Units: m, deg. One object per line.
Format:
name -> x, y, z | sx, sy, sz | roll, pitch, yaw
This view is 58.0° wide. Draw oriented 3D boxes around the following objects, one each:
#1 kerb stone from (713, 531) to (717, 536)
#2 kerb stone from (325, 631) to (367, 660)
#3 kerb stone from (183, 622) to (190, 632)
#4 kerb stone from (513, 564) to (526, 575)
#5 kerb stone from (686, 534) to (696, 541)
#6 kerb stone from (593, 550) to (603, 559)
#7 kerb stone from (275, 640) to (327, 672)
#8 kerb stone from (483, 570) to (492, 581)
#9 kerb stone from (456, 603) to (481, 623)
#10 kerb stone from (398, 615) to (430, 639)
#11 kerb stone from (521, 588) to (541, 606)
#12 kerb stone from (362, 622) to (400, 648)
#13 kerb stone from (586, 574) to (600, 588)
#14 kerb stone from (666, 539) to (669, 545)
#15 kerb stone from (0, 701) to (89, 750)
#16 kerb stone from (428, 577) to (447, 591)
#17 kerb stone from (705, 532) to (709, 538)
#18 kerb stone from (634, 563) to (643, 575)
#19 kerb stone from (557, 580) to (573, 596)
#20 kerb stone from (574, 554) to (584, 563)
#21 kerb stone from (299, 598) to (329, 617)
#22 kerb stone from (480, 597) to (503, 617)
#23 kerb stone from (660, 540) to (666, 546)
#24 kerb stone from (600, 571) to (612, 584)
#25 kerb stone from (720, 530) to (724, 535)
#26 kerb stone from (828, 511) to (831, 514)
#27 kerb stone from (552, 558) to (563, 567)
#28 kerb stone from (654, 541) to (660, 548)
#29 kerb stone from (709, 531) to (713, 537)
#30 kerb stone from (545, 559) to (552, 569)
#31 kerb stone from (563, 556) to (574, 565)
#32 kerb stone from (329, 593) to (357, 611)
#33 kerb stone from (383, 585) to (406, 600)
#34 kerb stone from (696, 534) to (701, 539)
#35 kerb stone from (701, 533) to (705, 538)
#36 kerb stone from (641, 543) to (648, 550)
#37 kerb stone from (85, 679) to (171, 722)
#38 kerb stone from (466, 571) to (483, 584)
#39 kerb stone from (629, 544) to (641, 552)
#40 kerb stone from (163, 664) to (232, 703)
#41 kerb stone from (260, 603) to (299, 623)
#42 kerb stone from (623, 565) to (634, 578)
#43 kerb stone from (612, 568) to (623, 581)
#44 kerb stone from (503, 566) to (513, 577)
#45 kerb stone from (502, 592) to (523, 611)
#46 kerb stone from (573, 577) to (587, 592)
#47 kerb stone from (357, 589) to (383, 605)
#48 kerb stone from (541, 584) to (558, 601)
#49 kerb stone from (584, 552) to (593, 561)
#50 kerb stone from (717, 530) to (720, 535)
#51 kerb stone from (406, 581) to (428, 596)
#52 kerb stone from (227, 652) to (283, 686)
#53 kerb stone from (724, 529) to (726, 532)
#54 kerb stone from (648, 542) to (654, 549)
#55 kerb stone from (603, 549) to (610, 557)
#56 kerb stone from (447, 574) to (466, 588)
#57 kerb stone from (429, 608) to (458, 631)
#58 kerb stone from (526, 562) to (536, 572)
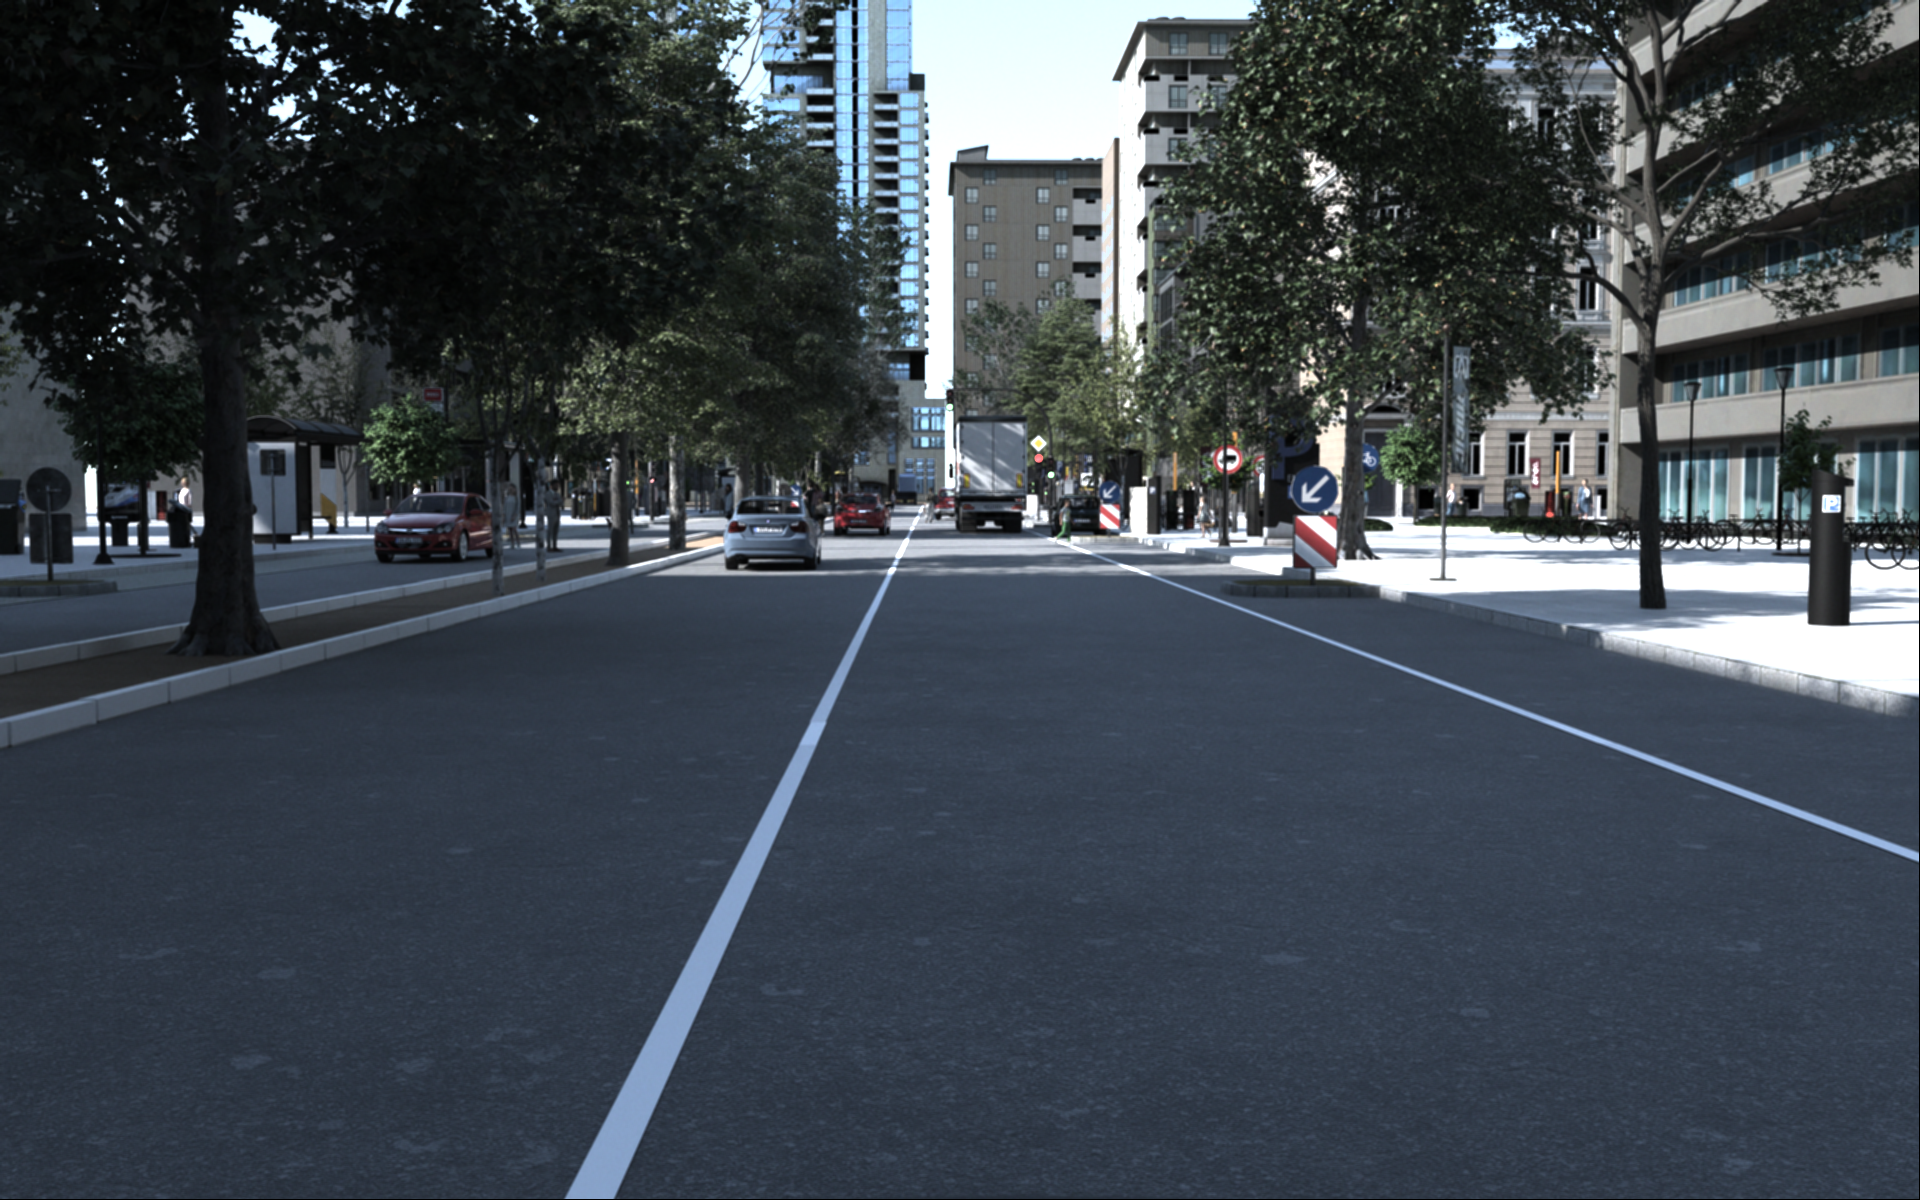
kerb stone -> -8.423, -2.217, 58.451 | 0.120, 0.150, 1.000 | 0, 4, -1
kerb stone -> -5.544, 0.412, 15.458 | 0.120, 0.150, 1.000 | 0, 4, -1
kerb stone -> -7.670, 0.295, 17.435 | 0.120, 0.150, 1.000 | 0, 4, -1
kerb stone -> -7.927, -0.523, 30.776 | 0.120, 0.150, 1.000 | 0, 4, -1
kerb stone -> -8.329, -1.901, 53.335 | 0.120, 0.150, 1.000 | 0, 4, -1
kerb stone -> -8.043, -0.963, 37.949 | 0.120, 0.150, 1.000 | 0, 4, -1
kerb stone -> -5.528, 0.476, 14.427 | 0.120, 0.150, 1.000 | 0, 4, -1
kerb stone -> -7.877, -0.396, 28.721 | 0.120, 0.150, 1.000 | 0, 4, -1
kerb stone -> -5.621, 0.162, 19.545 | 0.120, 0.150, 1.000 | 0, 4, -1
kerb stone -> -5.584, 0.287, 17.501 | 0.120, 0.150, 1.000 | 0, 4, -1
kerb stone -> -5.674, -0.025, 22.610 | 0.120, 0.150, 1.000 | 0, 4, -1
kerb stone -> -5.565, 0.350, 16.479 | 0.120, 0.150, 1.000 | 0, 4, -1
kerb stone -> -5.748, -0.276, 26.711 | 0.120, 0.150, 1.000 | 0, 4, -1
kerb stone -> -8.229, -1.591, 48.200 | 0.120, 0.150, 1.000 | 0, 4, -1
kerb stone -> -5.445, 0.733, 10.316 | 0.120, 0.150, 1.000 | 0, 4, -1
kerb stone -> -7.829, -0.210, 25.632 | 0.120, 0.150, 1.000 | 0, 4, -1
kerb stone -> -8.380, -2.092, 56.402 | 0.120, 0.150, 1.000 | 0, 4, -1
kerb stone -> -5.822, -0.527, 30.813 | 0.120, 0.150, 1.000 | 0, 4, -1
kerb stone -> -5.716, -0.151, 24.661 | 0.120, 0.150, 1.000 | 0, 4, -1
kerb stone -> -8.012, -0.836, 35.905 | 0.120, 0.150, 1.000 | 0, 4, -1
kerb stone -> -7.733, 0.103, 20.513 | 0.120, 0.150, 1.000 | 0, 4, -1
kerb stone -> -5.637, 0.104, 20.567 | 0.120, 0.150, 1.000 | 0, 4, -1
kerb stone -> -8.207, -1.526, 47.169 | 0.120, 0.150, 1.000 | 0, 4, -1
kerb stone -> -5.765, -0.335, 27.733 | 0.120, 0.150, 1.000 | 0, 4, -1
kerb stone -> -8.453, -2.343, 60.507 | 0.120, 0.150, 1.000 | 0, 4, -1
kerb stone -> -9.727, -6.701, 131.762 | 0.120, 0.150, 1.000 | 0, 4, -1
kerb stone -> -7.975, -0.713, 33.848 | 0.120, 0.150, 1.000 | 0, 4, -1
kerb stone -> -8.187, -1.465, 46.146 | 0.120, 0.150, 1.000 | 0, 4, -1
kerb stone -> -8.401, -2.154, 57.427 | 0.120, 0.150, 1.000 | 0, 4, -1
kerb stone -> -7.957, -0.650, 32.819 | 0.120, 0.150, 1.000 | 0, 4, -1
kerb stone -> -7.993, -0.772, 34.879 | 0.120, 0.150, 1.000 | 0, 4, -1
kerb stone -> -7.755, 0.042, 21.537 | 0.120, 0.150, 1.000 | 0, 4, -1
kerb stone -> -7.793, -0.082, 23.588 | 0.120, 0.150, 1.000 | 0, 4, -1
kerb stone -> -8.341, -1.967, 54.356 | 0.120, 0.150, 1.000 | 0, 4, -1
kerb stone -> -8.364, -2.030, 55.380 | 0.120, 0.150, 1.000 | 0, 4, -1
kerb stone -> -8.158, -1.339, 44.096 | 0.120, 0.150, 1.000 | 0, 4, -1
kerb stone -> -5.472, 0.665, 11.356 | 0.120, 0.150, 1.000 | 0, 4, -1
kerb stone -> -7.859, -0.336, 27.686 | 0.120, 0.150, 1.000 | 0, 4, -1
kerb stone -> -8.139, -1.277, 43.073 | 0.120, 0.150, 1.000 | 0, 4, -1
kerb stone -> -5.487, 0.600, 12.384 | 0.120, 0.150, 1.000 | 0, 4, -1
kerb stone -> -7.714, 0.166, 19.491 | 0.120, 0.150, 1.000 | 0, 4, -1
kerb stone -> -5.796, -0.464, 29.786 | 0.120, 0.150, 1.000 | 0, 4, -1
kerb stone -> -5.781, -0.402, 28.762 | 0.120, 0.150, 1.000 | 0, 4, -1
kerb stone -> -7.899, -0.462, 29.748 | 0.120, 0.150, 1.000 | 0, 4, -1
kerb stone -> -5.656, 0.037, 21.588 | 0.120, 0.150, 1.000 | 0, 4, -1
kerb stone -> -5.732, -0.212, 25.690 | 0.120, 0.150, 1.000 | 0, 4, -1
kerb stone -> -7.771, -0.022, 22.558 | 0.120, 0.150, 1.000 | 0, 4, -1
kerb stone -> -5.686, -0.088, 23.632 | 0.120, 0.150, 1.000 | 0, 4, -1
kerb stone -> -8.032, -0.901, 36.927 | 0.120, 0.150, 1.000 | 0, 4, -1
kerb stone -> -8.433, -2.280, 59.480 | 0.120, 0.150, 1.000 | 0, 4, -1
kerb stone -> -7.805, -0.140, 24.610 | 0.120, 0.150, 1.000 | 0, 4, -1
kerb stone -> -5.506, 0.541, 13.406 | 0.120, 0.150, 1.000 | 0, 4, -1
kerb stone -> -8.468, -2.402, 61.529 | 0.120, 0.150, 1.000 | 0, 4, -1
kerb stone -> -8.175, -1.402, 45.118 | 0.120, 0.150, 1.000 | 0, 4, -1
kerb stone -> -8.066, -1.026, 38.973 | 0.120, 0.150, 1.000 | 0, 4, -1
kerb stone -> -7.840, -0.273, 26.662 | 0.120, 0.150, 1.000 | 0, 4, -1
kerb stone -> -5.598, 0.225, 18.523 | 0.120, 0.150, 1.000 | 0, 4, -1
kerb stone -> -7.942, -0.587, 31.797 | 0.120, 0.150, 1.000 | 0, 4, -1
